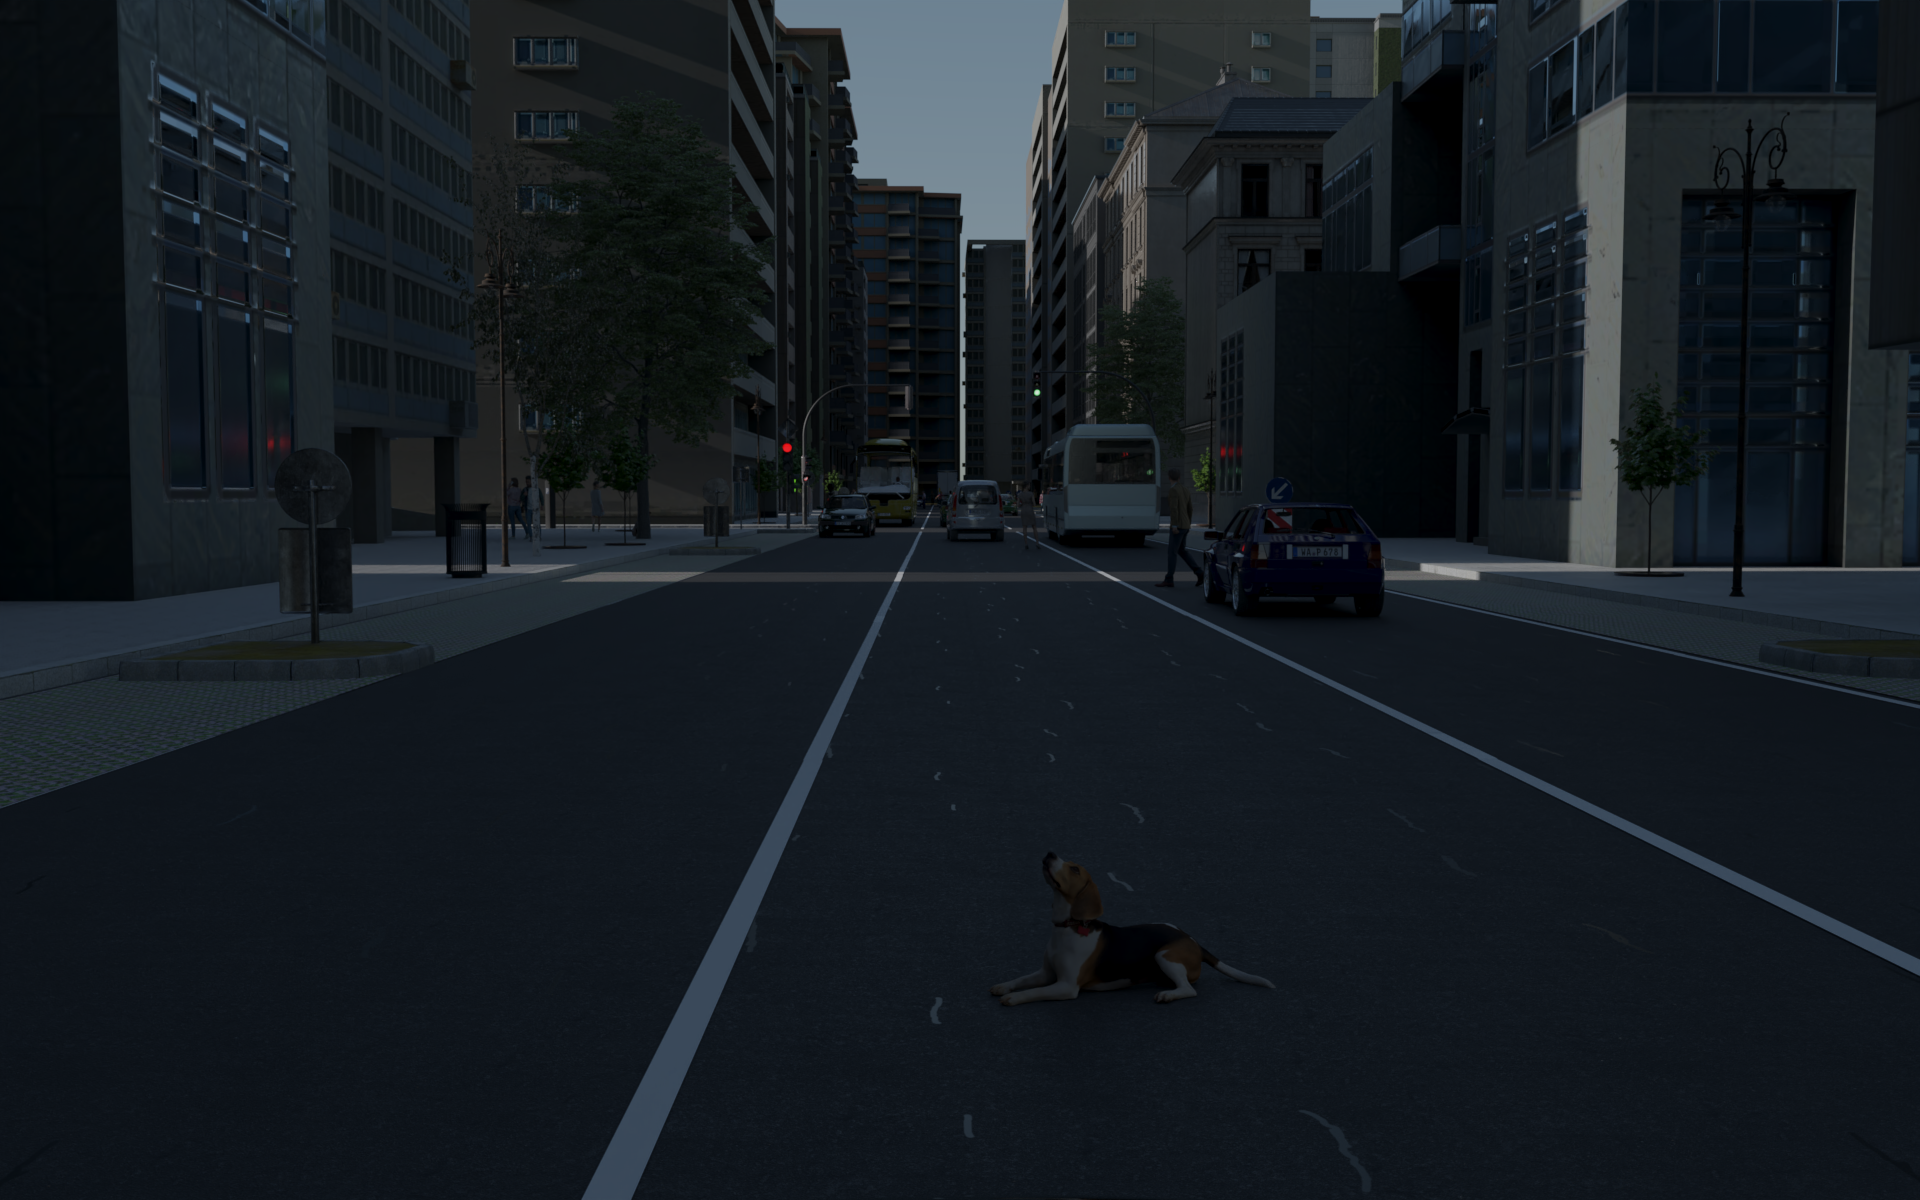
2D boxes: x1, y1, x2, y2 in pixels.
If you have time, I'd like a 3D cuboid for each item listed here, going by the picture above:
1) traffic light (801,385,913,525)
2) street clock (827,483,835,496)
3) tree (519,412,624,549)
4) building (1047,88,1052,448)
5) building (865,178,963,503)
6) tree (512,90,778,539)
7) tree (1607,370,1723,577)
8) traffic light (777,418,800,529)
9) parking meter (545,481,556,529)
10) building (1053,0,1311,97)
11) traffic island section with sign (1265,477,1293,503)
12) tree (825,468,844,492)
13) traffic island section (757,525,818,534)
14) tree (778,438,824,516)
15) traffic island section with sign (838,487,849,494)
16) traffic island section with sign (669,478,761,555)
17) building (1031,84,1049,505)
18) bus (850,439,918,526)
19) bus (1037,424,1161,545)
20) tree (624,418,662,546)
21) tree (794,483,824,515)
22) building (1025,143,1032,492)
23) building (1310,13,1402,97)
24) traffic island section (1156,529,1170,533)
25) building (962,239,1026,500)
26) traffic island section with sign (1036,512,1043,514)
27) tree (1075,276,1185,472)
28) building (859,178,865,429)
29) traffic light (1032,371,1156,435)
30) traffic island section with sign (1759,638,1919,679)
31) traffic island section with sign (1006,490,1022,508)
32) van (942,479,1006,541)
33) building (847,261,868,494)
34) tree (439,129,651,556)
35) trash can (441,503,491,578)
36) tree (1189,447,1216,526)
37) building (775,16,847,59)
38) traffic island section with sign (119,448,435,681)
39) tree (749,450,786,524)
[{"bbox_3d":[-4.334,-5.951,71.960,4.771,5.953,1.251,0,4,-1],"label":"traffic light"},{"bbox_3d":[-8.672,-6.831,116.260,0.471,2.002,0.358,2,4,29],"label":"street clock"},{"bbox_3d":[-9.213,-2.819,40.695,1.663,3.219,1.824,0,3,0],"label":"tree"},{"bbox_3d":[16.397,-32.356,179.129,14.600,45.320,14.200,0,4,-1],"label":"building"},{"bbox_3d":[-14.087,-35.984,242.966,28.867,44.769,22.147,0,4,-1],"label":"building"},{"bbox_3d":[-8.659,-8.020,49.261,7.486,12.596,7.792,0,3,0],"label":"tree"},{"bbox_3d":[10.765,-1.982,27.009,1.663,3.219,1.824,0,3,0],"label":"tree"},{"bbox_3d":[-6.327,-4.587,63.915,0.839,4.253,0.868,0,4,-1],"label":"traffic light"},{"bbox_3d":[-15.292,-3.605,64.653,0.255,1.863,0.399,-3,5,-42],"label":"parking meter"},{"bbox_3d":[19.826,-32.875,161.204,21.300,48.544,21.600,0,4,-1],"label":"building"},{"bbox_3d":[7.454,-2.032,41.847,1.989,1.847,2.006,0,4,-1],"label":"traffic island section with sign"},{"bbox_3d":[-9.302,-8.085,126.783,1.663,3.219,1.824,0,3,0],"label":"tree"},{"bbox_3d":[-6.367,-2.555,64.049,2.009,0.180,2.903,0,4,-1],"label":"traffic island section"},{"bbox_3d":[-9.532,-7.180,101.098,4.285,4.588,4.351,0,3,0],"label":"tree"},{"bbox_3d":[-6.447,-5.397,96.865,1.989,1.847,2.006,0,4,-1],"label":"traffic island section with sign"},{"bbox_3d":[-5.768,-1.985,41.088,1.989,1.847,2.006,0,4,-1],"label":"traffic island section with sign"},{"bbox_3d":[19.346,-35.060,196.934,21.300,48.544,21.600,0,4,-1],"label":"building"},{"bbox_3d":[-3.326,-5.433,80.377,2.896,3.916,12.252,0,4,-1],"label":"bus"},{"bbox_3d":[4.027,-3.510,52.247,2.948,3.499,13.247,0,4,0],"label":"bus"},{"bbox_3d":[-8.522,-2.979,43.315,1.663,3.219,1.824,0,3,0],"label":"tree"},{"bbox_3d":[-9.517,-6.817,106.051,1.663,3.219,1.824,0,3,0],"label":"tree"},{"bbox_3d":[15.397,-34.541,214.852,14.600,45.320,14.200,0,4,-1],"label":"building"},{"bbox_3d":[50.175,-40.972,211.891,28.212,58.520,21.231,0,4,-1],"label":"building"},{"bbox_3d":[7.173,-2.564,64.209,2.009,0.180,2.903,0,4,-1],"label":"traffic island section"},{"bbox_3d":[12.403,-33.976,247.396,23.993,40.220,32.217,0,4,-1],"label":"building"},{"bbox_3d":[6.444,-7.065,124.143,1.989,1.847,2.006,0,4,-1],"label":"traffic island section with sign"},{"bbox_3d":[9.916,-10.518,90.094,7.486,12.596,7.792,0,3,0],"label":"tree"},{"bbox_3d":[-22.449,-32.749,190.071,22.147,44.769,28.867,0,4,-1],"label":"building"},{"bbox_3d":[5.042,-5.459,63.928,4.771,5.953,1.251,0,4,-1],"label":"traffic light"},{"bbox_3d":[7.789,-0.344,14.251,1.989,1.847,2.006,0,4,-1],"label":"traffic island section with sign"},{"bbox_3d":[5.842,-10.111,173.941,1.989,1.847,2.006,0,4,-1],"label":"traffic island section with sign"},{"bbox_3d":[0.453,-2.860,53.766,2.013,2.044,4.112,0,4,-2],"label":"van"},{"bbox_3d":[-18.498,-27.115,215.035,14.107,30.474,14.160,0,4,-1],"label":"building"},{"bbox_3d":[-8.611,-5.193,35.260,4.360,8.622,3.978,0,3,0],"label":"tree"},{"bbox_3d":[-7.566,-0.911,26.541,0.748,1.137,0.748,0,3,0],"label":"trash can"},{"bbox_3d":[10.130,-4.674,71.027,1.663,3.219,1.824,0,3,0],"label":"tree"},{"bbox_3d":[-21.459,-30.987,161.268,22.147,44.769,28.867,0,4,-1],"label":"building"},{"bbox_3d":[-5.432,-0.337,14.135,1.989,1.847,2.006,0,4,-1],"label":"traffic island section with sign"},{"bbox_3d":[-8.553,-4.946,75.476,1.663,3.219,1.824,0,3,0],"label":"tree"}]
